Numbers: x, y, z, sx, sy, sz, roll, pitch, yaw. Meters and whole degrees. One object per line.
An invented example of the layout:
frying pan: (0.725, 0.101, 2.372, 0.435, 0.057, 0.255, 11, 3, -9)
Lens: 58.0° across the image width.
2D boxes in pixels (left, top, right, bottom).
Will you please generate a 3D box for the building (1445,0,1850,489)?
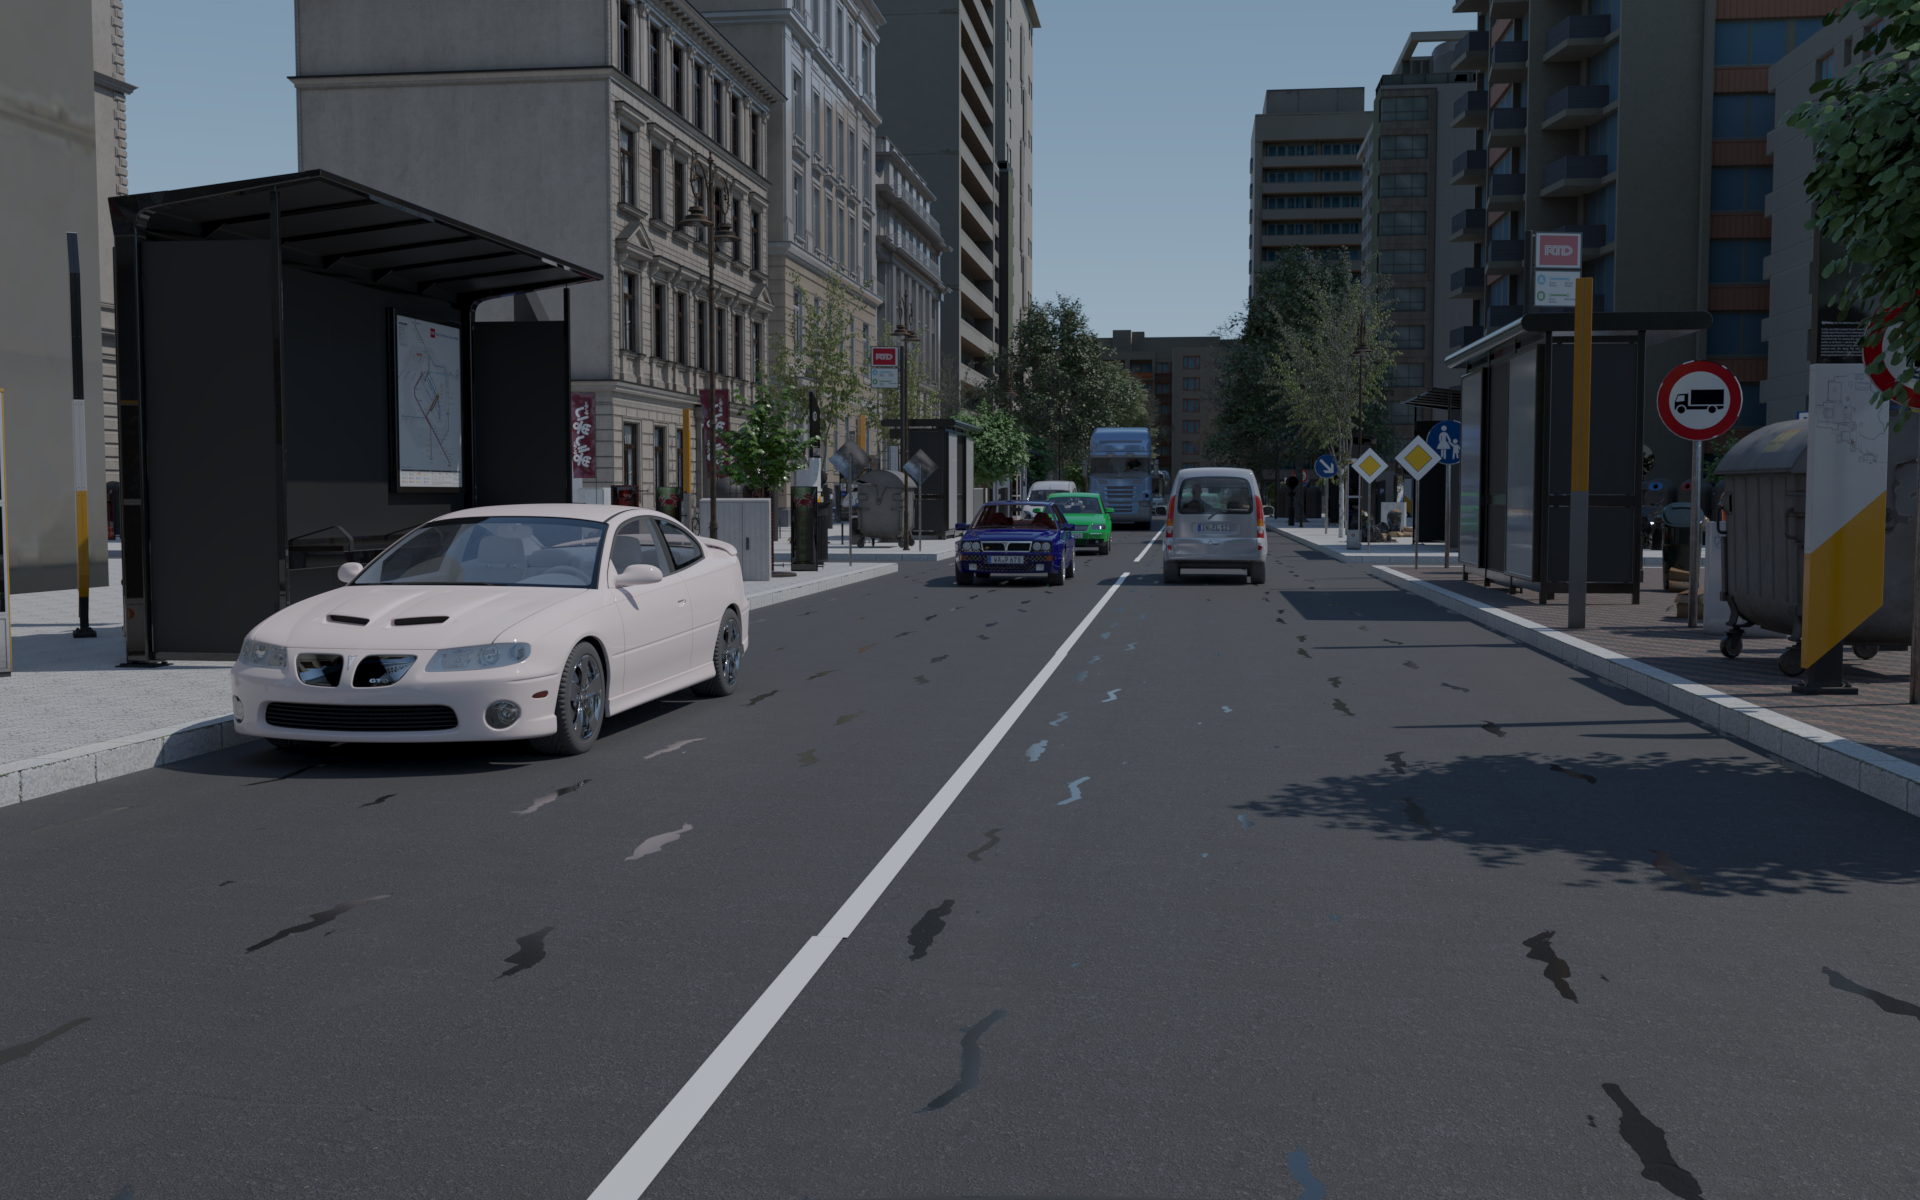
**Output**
building: (36.305, -26.321, 84.980, 22.147, 44.769, 28.867, 0, 4, 8)

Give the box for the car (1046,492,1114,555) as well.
car: (2.774, -2.039, 42.128, 1.959, 1.807, 4.718, 0, 4, 6)

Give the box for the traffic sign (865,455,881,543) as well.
traffic sign: (-2.356, -2.626, 45.070, 0.606, 2.300, 0.079, 1, 4, 8)

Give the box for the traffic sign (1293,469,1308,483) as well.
traffic sign: (16.625, -5.168, 84.607, 0.768, 2.556, 0.104, 1, 4, 17)

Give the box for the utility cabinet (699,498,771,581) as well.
utility cabinet: (-3.314, -0.882, 25.578, 1.020, 1.237, 0.306, 0, 4, 0)

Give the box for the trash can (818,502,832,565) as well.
trash can: (-2.695, -1.209, 31.415, 0.748, 1.137, 0.748, 0, 3, 0)

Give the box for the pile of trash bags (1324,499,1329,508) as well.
pile of trash bags: (20.652, -5.134, 93.692, 1.912, 1.369, 3.447, 0, 4, 1)

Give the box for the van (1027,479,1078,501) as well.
van: (2.840, -2.858, 53.735, 2.013, 2.044, 4.112, 0, 4, 8)

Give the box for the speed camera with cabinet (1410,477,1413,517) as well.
speed camera with cabinet: (25.415, -6.261, 96.706, 0.660, 3.252, 2.038, 3, 5, 41)

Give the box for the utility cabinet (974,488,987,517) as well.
utility cabinet: (0.422, -3.465, 65.324, 1.173, 1.500, 0.318, 1, 4, 16)

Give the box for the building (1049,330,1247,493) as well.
building: (21.399, -22.847, 218.587, 28.899, 21.520, 27.650, 0, 4, 8)

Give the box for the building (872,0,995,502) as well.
building: (-9.224, -30.770, 126.796, 21.300, 48.544, 21.600, 0, 4, 8)

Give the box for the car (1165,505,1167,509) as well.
car: (7.079, -2.635, 51.878, 1.959, 1.807, 4.718, 0, 4, 8)

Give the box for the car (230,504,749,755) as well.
car: (-2.736, 0.076, 11.127, 2.083, 1.381, 4.827, 1, 4, 9)

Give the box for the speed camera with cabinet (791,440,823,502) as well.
speed camera with cabinet: (-5.351, -4.052, 60.589, 0.660, 3.252, 2.038, -1, 4, -22)

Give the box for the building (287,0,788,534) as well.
building: (-13.025, -11.787, 57.351, 10.561, 19.102, 19.286, 0, 4, 8)

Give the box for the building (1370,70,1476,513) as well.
building: (35.905, -21.427, 122.033, 14.160, 30.474, 14.107, 0, 4, 8)

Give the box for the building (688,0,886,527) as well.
building: (-11.536, -17.786, 76.697, 13.634, 28.700, 20.117, 0, 4, 8)

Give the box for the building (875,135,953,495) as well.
building: (-8.603, -15.772, 99.667, 13.314, 21.916, 24.055, 0, 4, 8)

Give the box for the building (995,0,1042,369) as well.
building: (-7.047, -35.464, 169.072, 27.495, 52.752, 28.713, 0, 4, 8)

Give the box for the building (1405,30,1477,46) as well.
building: (47.331, -27.386, 139.645, 32.217, 40.220, 23.993, 0, 4, 8)

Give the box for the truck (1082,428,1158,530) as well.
truck: (7.155, -5.282, 76.123, 2.967, 4.110, 18.799, 0, 4, 6)

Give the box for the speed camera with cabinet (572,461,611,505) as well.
speed camera with cabinet: (-10.039, -3.178, 46.293, 2.038, 3.252, 0.660, 2, 4, 35)

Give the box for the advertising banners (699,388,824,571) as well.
advertising banners: (-3.306, -1.991, 28.734, 2.074, 3.025, 0.090, 0, 4, 4)

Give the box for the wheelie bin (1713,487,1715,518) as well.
wheelie bin: (21.859, -2.557, 49.717, 0.693, 1.594, 0.980, 3, 5, 40)

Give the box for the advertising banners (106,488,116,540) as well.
advertising banners: (-23.772, -3.183, 48.232, 2.074, 3.025, 0.090, 0, 4, 2)

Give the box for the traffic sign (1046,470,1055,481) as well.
traffic sign: (4.327, -5.265, 86.180, 0.768, 2.556, 0.104, 1, 4, 15)

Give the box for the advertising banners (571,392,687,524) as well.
advertising banners: (-5.771, -2.066, 29.963, 2.074, 3.025, 0.090, -1, 4, -19)

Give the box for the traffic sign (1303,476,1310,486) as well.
traffic sign: (20.699, -6.387, 104.531, 0.768, 2.556, 0.104, 1, 4, 16)

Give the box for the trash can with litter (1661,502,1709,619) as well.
trash can with litter: (7.793, -0.386, 17.691, 1.055, 1.170, 0.624, 2, 4, 32)

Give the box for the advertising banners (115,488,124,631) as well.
advertising banners: (-7.299, -1.240, 16.459, 0.090, 3.025, 2.074, 1, 4, 10)

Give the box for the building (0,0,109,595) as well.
building: (-23.634, -23.836, 13.426, 21.600, 48.544, 21.300, 0, 4, 8)

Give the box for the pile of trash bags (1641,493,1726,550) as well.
pile of trash bags: (16.315, -1.848, 39.975, 3.447, 1.369, 1.912, 1, 4, 17)

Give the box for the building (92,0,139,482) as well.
building: (-38.479, -13.893, 56.033, 19.941, 23.489, 11.050, 0, 4, 8)

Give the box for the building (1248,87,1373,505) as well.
building: (45.843, -35.862, 210.053, 21.600, 48.544, 21.300, 0, 4, 8)

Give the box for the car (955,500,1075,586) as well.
car: (0.949, -0.970, 28.441, 1.945, 1.354, 3.894, 0, 4, 7)

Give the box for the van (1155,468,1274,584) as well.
van: (4.278, -1.352, 29.121, 2.013, 2.044, 4.112, 0, 4, 8)

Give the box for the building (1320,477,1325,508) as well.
building: (50.935, -28.835, 163.326, 32.217, 40.220, 23.993, 0, 4, 8)

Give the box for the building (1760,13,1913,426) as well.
building: (45.245, -12.842, 55.004, 28.899, 21.520, 27.650, 0, 4, 8)

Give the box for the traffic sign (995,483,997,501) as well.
traffic sign: (1.409, -4.146, 67.787, 0.884, 2.594, 0.081, 1, 4, 15)

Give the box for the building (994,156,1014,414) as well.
building: (-3.166, -22.811, 144.667, 14.160, 30.474, 14.107, 0, 4, 8)
